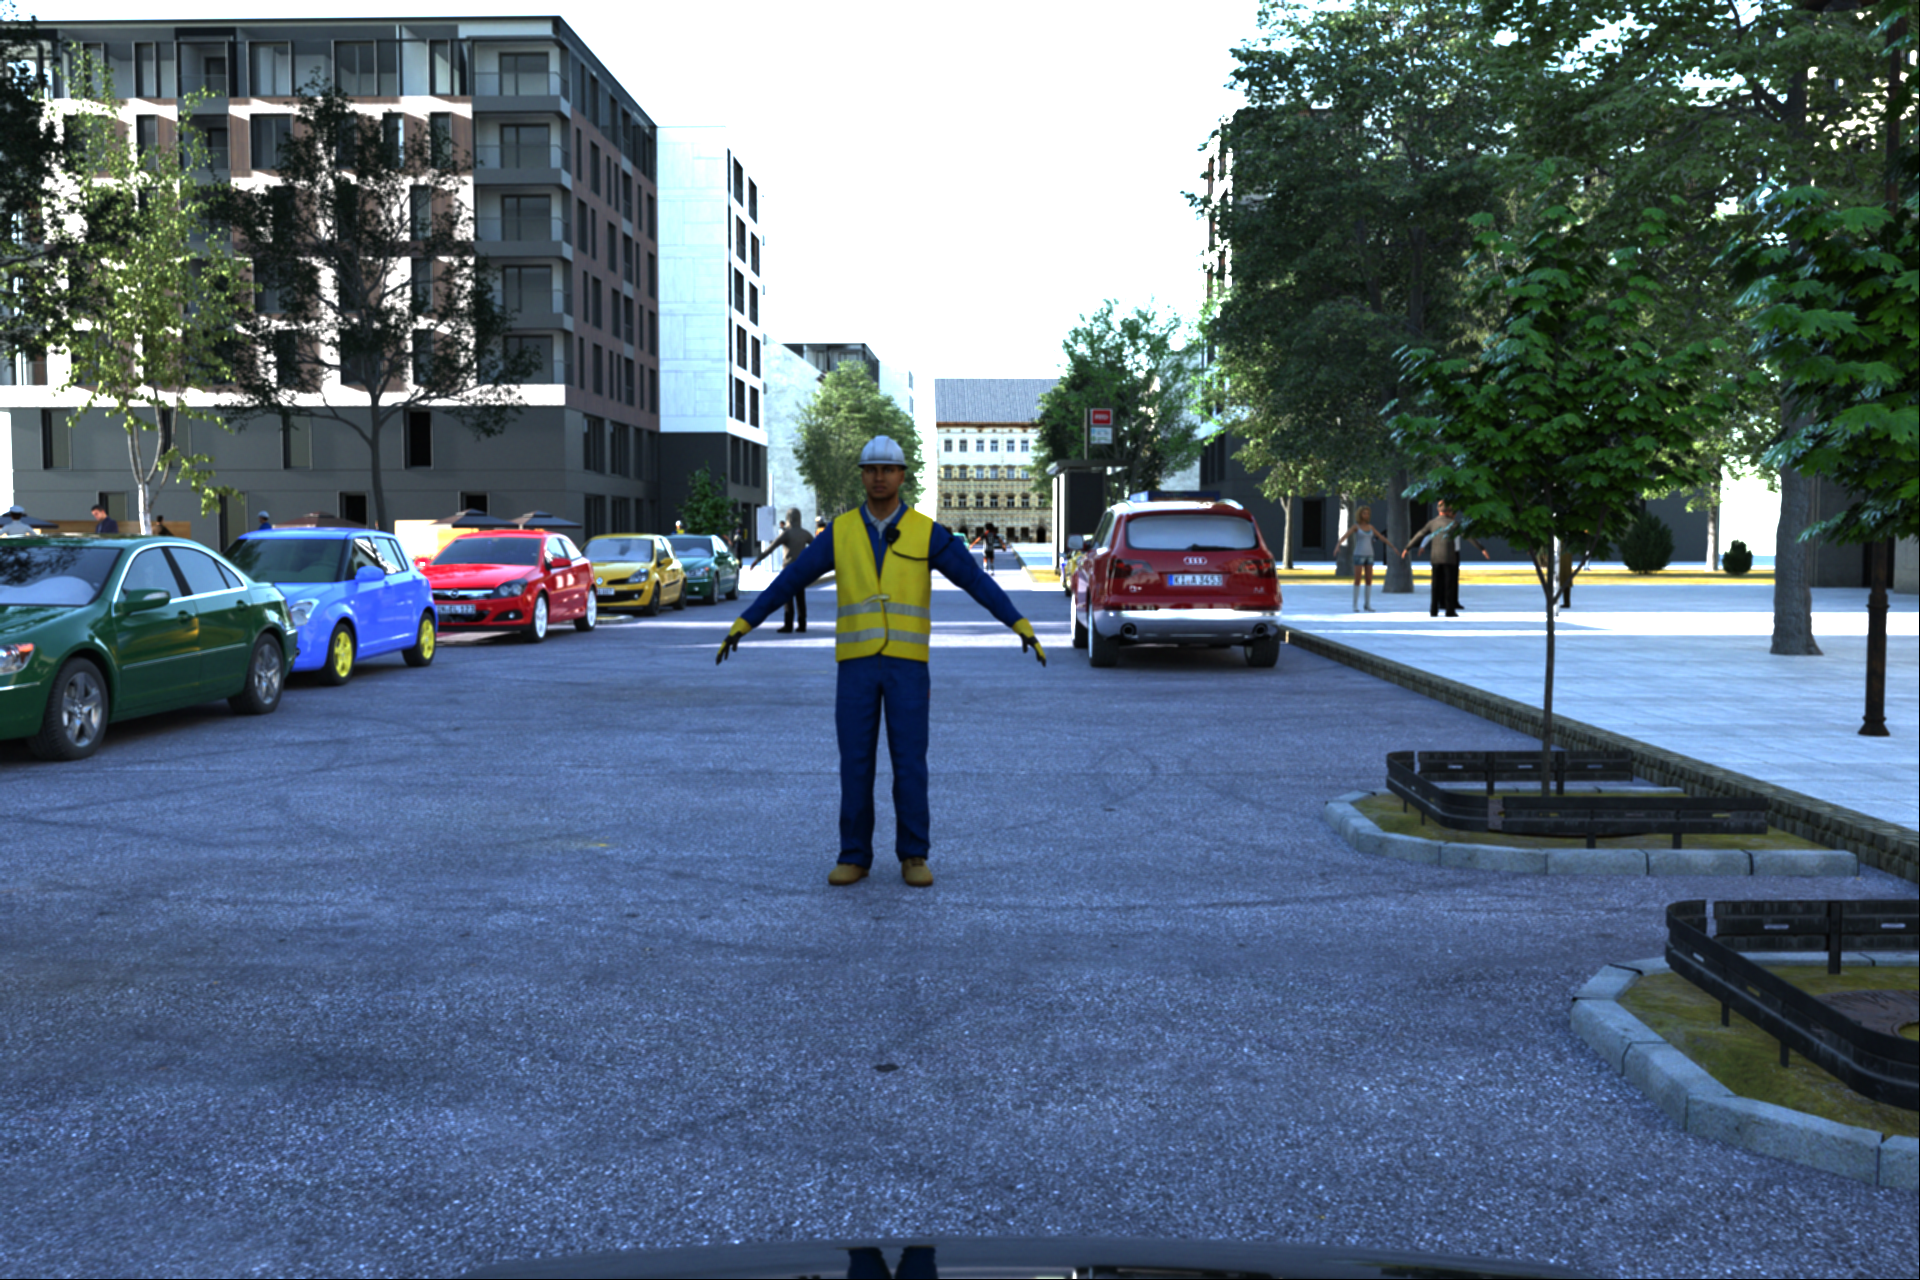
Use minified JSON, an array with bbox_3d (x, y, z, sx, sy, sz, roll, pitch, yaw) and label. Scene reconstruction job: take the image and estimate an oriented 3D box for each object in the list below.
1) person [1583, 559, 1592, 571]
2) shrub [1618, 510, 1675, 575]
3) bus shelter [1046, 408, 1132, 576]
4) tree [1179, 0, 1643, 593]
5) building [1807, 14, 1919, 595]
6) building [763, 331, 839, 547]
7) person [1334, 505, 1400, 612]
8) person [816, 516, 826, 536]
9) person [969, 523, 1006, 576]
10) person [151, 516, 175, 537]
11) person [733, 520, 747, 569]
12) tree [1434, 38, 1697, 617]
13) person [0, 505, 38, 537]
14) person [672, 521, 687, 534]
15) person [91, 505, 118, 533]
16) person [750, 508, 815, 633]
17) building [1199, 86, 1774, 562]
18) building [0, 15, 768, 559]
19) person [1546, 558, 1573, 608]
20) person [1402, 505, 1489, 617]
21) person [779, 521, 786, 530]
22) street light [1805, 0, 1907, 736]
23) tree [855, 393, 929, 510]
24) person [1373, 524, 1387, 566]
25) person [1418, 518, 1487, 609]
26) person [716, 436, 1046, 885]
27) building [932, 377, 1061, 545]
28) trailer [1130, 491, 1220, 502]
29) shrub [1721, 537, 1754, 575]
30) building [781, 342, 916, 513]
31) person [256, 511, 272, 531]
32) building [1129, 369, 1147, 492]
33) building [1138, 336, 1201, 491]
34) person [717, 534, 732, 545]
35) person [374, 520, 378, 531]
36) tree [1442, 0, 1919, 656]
[{"bbox_3d":[21.934,-3.128,60.416,0.599,1.433,0.991,-1,4,-12],"label":"person"},{"bbox_3d":[21.751,-3.112,54.926,1.661,2.075,1.752,0,3,0],"label":"shrub"},{"bbox_3d":[3.784,-4.597,52.794,2.179,5.291,8.768,0,3,0],"label":"bus shelter"},{"bbox_3d":[9.668,-7.997,37.414,9.857,13.997,8.962,0,3,0],"label":"tree"},{"bbox_3d":[29.199,-13.499,22.865,24.374,26.755,37.873,0,4,2],"label":"building"},{"bbox_3d":[-22.332,-20.821,171.357,19.493,23.208,18.063,0,4,2],"label":"building"},{"bbox_3d":[6.683,-1.340,28.524,1.214,1.753,0.721,-1,4,-18],"label":"person"},{"bbox_3d":[-4.550,-3.099,56.432,0.705,1.858,1.354,-1,4,-16],"label":"person"},{"bbox_3d":[0.986,-3.116,59.548,1.345,1.843,0.704,-1,4,-20],"label":"person"},{"bbox_3d":[-22.935,-2.668,49.752,1.346,1.812,0.704,1,4,18],"label":"person"},{"bbox_3d":[-8.142,-3.533,63.545,0.705,1.856,1.354,0,4,-1],"label":"person"},{"bbox_3d":[9.092,-4.644,26.296,4.360,8.622,3.978,0,3,0],"label":"tree"},{"bbox_3d":[-16.311,-1.435,29.929,1.216,1.778,0.721,-3,5,-41],"label":"person"},{"bbox_3d":[-10.842,-3.680,66.637,1.216,1.772,0.721,-3,5,-41],"label":"person"},{"bbox_3d":[-14.137,-1.347,28.511,0.683,1.767,0.568,2,4,32],"label":"person"},{"bbox_3d":[-2.436,-1.018,25.227,1.348,1.813,0.705,-3,4,-38],"label":"person"},{"bbox_3d":[27.029,-15.408,95.894,27.936,21.610,32.646,0,4,2],"label":"building"},{"bbox_3d":[-25.703,-14.754,85.203,27.936,21.610,32.646,0,4,2],"label":"building"},{"bbox_3d":[10.406,-1.429,30.135,1.217,1.736,0.721,-1,4,-20],"label":"person"},{"bbox_3d":[7.504,-1.265,26.856,1.348,1.807,0.705,2,4,31],"label":"person"},{"bbox_3d":[-7.156,-3.880,69.631,1.347,1.806,0.705,2,4,24],"label":"person"},{"bbox_3d":[5.840,-2.330,10.889,0.468,5.910,1.993,0,4,2],"label":"street light"},{"bbox_3d":[-5.953,-13.560,139.840,7.486,12.596,7.792,0,3,0],"label":"tree"},{"bbox_3d":[17.196,-3.842,69.545,1.216,1.740,0.721,1,4,8],"label":"person"},{"bbox_3d":[8.385,-1.434,29.598,1.344,1.810,0.704,-1,4,-17],"label":"person"},{"bbox_3d":[-0.320,0.080,7.122,1.349,1.833,0.705,0,4,4],"label":"person"},{"bbox_3d":[5.339,-24.957,241.434,18.063,23.208,19.493,0,4,-2],"label":"building"},{"bbox_3d":[2.972,-1.086,24.812,1.471,1.999,3.904,0,4,1],"label":"trailer"},{"bbox_3d":[24.108,-2.606,53.717,1.383,1.207,1.383,0,3,0],"label":"shrub"},{"bbox_3d":[-20.022,-21.847,201.176,27.936,21.610,32.646,0,4,2],"label":"building"},{"bbox_3d":[-17.166,-2.250,42.671,0.705,1.842,1.347,0,4,2],"label":"person"},{"bbox_3d":[28.434,-20.000,193.462,16.747,18.905,31.486,0,4,1],"label":"building"},{"bbox_3d":[27.572,-20.569,167.225,19.493,23.208,18.063,0,4,1],"label":"building"},{"bbox_3d":[-8.362,-3.199,58.436,1.347,1.817,0.704,-1,4,-10],"label":"person"},{"bbox_3d":[-22.282,-3.698,66.398,1.347,1.837,0.705,1,4,23],"label":"person"},{"bbox_3d":[8.661,-6.094,17.766,7.486,12.596,7.792,0,3,0],"label":"tree"}]
